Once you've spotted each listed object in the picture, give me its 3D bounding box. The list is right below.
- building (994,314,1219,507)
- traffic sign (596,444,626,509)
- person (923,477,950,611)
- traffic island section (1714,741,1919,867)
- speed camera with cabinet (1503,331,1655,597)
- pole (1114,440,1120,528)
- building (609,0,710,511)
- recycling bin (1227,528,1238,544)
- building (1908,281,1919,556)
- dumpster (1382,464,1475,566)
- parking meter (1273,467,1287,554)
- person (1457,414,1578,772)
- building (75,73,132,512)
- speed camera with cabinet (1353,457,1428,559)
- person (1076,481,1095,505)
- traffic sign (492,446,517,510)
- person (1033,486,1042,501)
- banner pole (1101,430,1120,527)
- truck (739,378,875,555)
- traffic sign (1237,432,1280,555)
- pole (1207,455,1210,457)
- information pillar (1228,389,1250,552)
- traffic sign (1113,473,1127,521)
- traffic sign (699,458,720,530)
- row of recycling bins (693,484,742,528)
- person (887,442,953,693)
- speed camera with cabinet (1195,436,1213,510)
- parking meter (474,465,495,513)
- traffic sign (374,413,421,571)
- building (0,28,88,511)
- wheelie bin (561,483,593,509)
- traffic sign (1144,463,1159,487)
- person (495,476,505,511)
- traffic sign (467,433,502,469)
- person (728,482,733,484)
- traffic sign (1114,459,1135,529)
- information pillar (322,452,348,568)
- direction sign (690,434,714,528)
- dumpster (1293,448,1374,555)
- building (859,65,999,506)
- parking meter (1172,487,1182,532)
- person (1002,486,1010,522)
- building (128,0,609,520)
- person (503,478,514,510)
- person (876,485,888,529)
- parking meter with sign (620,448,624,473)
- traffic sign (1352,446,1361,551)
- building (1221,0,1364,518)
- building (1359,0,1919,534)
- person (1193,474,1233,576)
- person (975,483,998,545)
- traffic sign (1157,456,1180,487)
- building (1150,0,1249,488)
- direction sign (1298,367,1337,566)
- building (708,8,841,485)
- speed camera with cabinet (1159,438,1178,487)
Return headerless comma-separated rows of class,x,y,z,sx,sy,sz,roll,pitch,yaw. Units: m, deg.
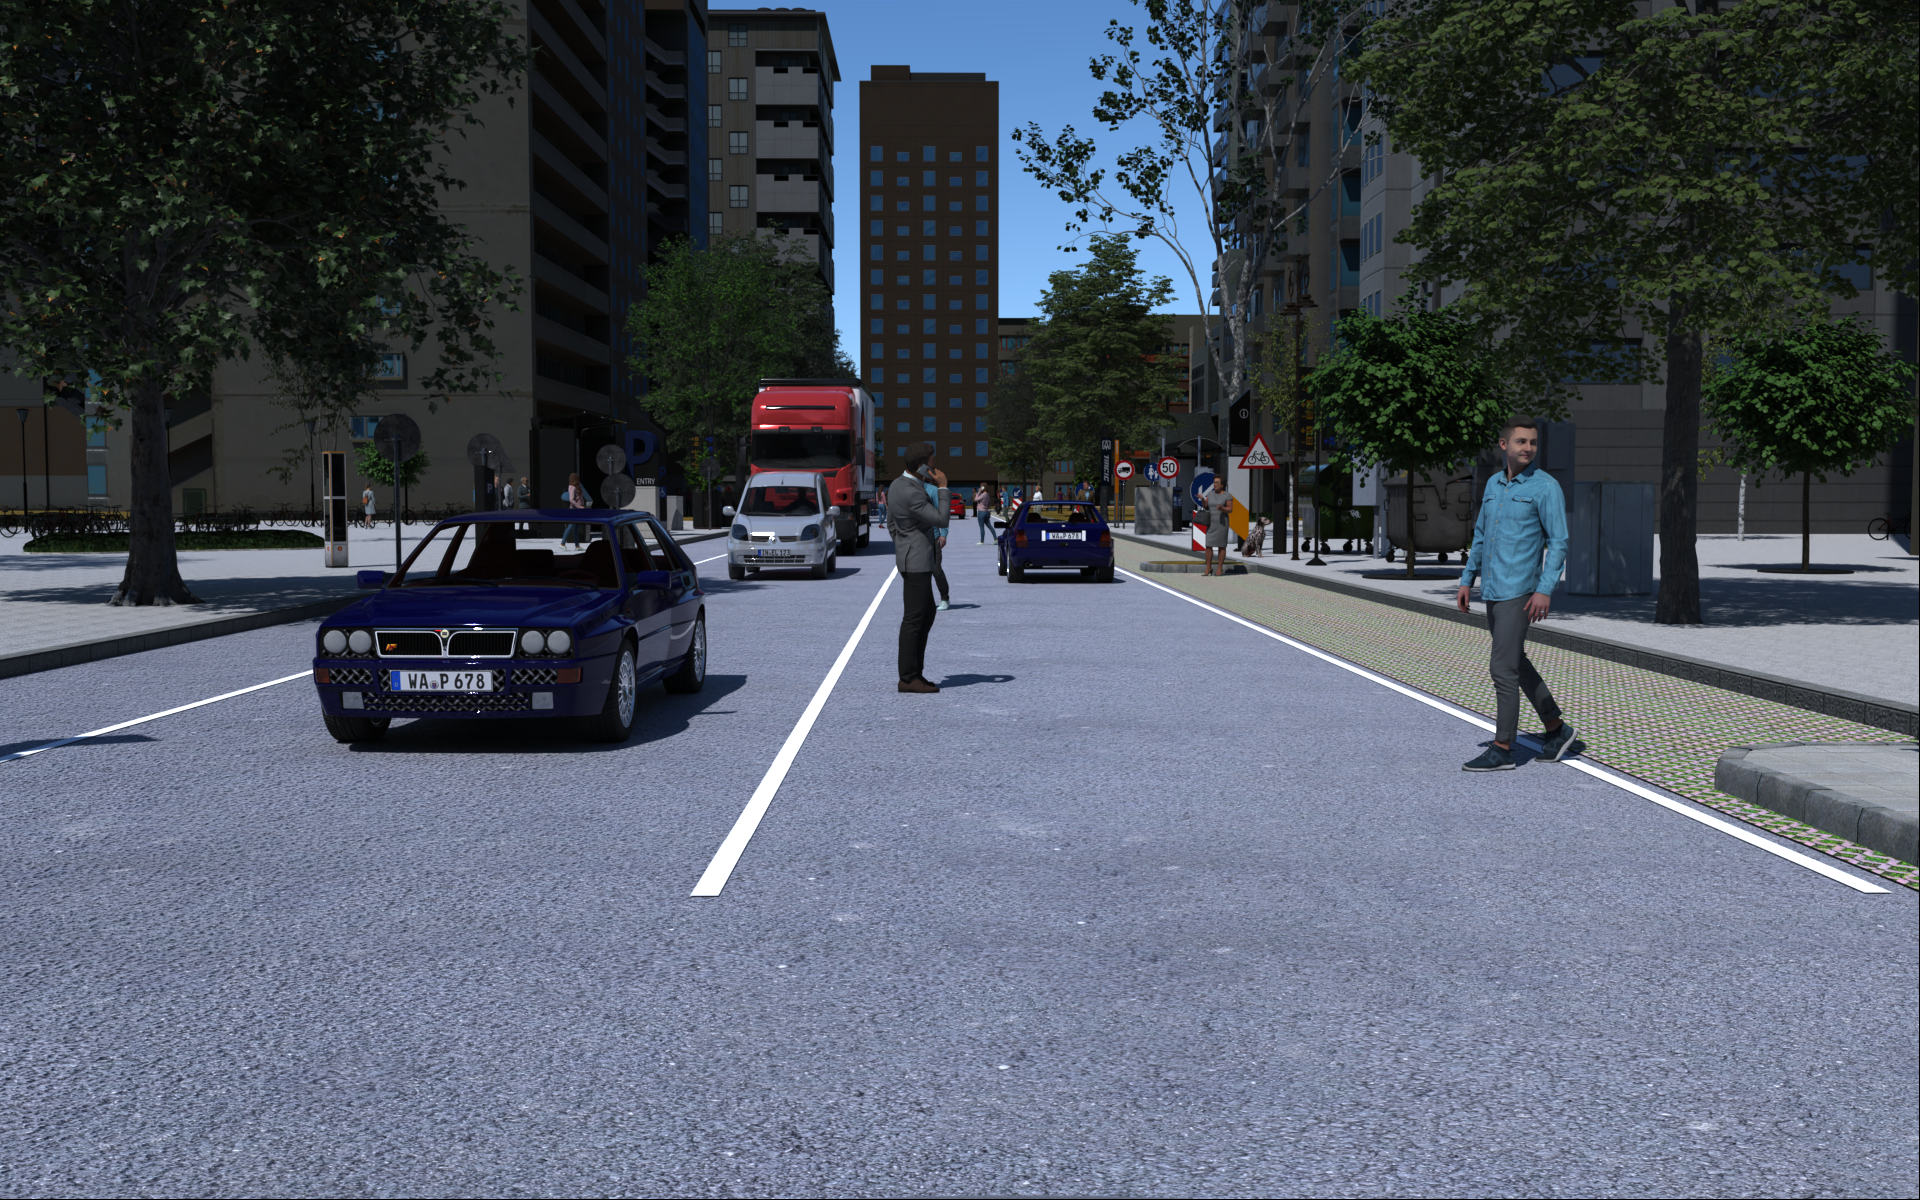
building,18.261,-21.184,191.397,28.899,21.520,27.650,0,4,-1
traffic sign,-8.951,-2.712,44.443,0.768,2.556,0.104,0,4,3
person,-0.385,-0.781,21.287,0.660,1.820,0.620,2,4,29
traffic island section,4.650,0.904,7.507,2.009,0.180,2.903,0,4,-1
speed camera with cabinet,7.738,-1.669,21.622,2.038,3.252,0.660,-2,4,-26
pole,5.921,-4.368,65.256,0.158,3.312,0.155,0,3,0
building,-28.188,-29.938,139.594,14.200,45.320,14.600,0,4,-1
recycling bin,6.875,-1.989,45.078,0.722,1.027,0.722,2,4,27
building,32.013,-22.854,28.284,28.867,44.769,22.147,0,4,-1
dumpster,8.568,-1.584,31.663,1.264,1.857,1.865,0,4,-1
parking meter,6.868,-1.923,37.155,0.255,1.863,0.399,1,4,17
person,2.961,-0.041,9.030,0.748,1.841,0.638,-1,4,-11
building,-50.658,-31.497,134.589,30.456,49.044,23.786,0,4,-1
speed camera with cabinet,8.691,-2.479,34.866,2.038,3.252,0.660,-3,5,-45
person,3.755,-2.694,52.459,0.836,1.842,0.656,3,5,41
traffic sign,-11.863,-2.731,44.655,0.884,2.594,0.081,0,4,6
person,3.412,-4.048,74.906,0.641,1.798,0.478,-2,4,-24
banner pole,5.818,-4.720,67.196,0.863,3.779,0.401,-2,4,-24
truck,-3.637,-3.375,44.096,2.839,4.237,11.283,0,4,0
traffic sign,6.286,-2.234,36.524,0.884,2.594,0.081,0,4,3
pole,9.760,-4.552,68.276,0.158,3.312,0.155,0,3,0
information pillar,6.219,-2.886,38.534,0.504,3.616,0.183,-1,4,-15
traffic sign,7.618,-5.002,81.891,0.768,2.556,0.104,0,4,4
traffic sign,-8.894,-3.758,61.553,0.768,2.556,0.104,0,4,3
row of recycling bins,-9.479,-3.690,67.449,1.069,1.692,3.534,1,4,15
person,-0.294,-0.236,12.536,0.473,1.802,0.592,0,4,-2
speed camera with cabinet,8.300,-3.909,58.255,0.660,3.252,2.038,0,4,2
parking meter,-9.613,-1.795,35.065,0.255,1.863,0.399,1,4,19
traffic sign,-8.897,-1.669,27.391,0.768,2.556,0.104,0,4,4
building,-73.038,-29.913,139.189,14.200,45.320,14.600,0,4,-1
wheelie bin,-10.056,-2.296,45.454,0.693,1.594,0.980,0,4,4
traffic sign,7.822,-4.283,70.129,0.768,2.556,0.104,0,4,4
person,-12.407,-2.427,46.142,0.534,1.772,0.576,3,4,38
traffic sign,-9.949,-2.210,36.236,0.768,2.556,0.104,0,4,7
person,-9.746,-4.099,73.414,0.721,1.781,0.623,1,4,12
traffic sign,6.040,-3.894,63.772,0.768,2.556,0.104,0,4,4
information pillar,-10.866,-1.569,30.138,0.304,2.012,0.304,-3,5,-42
direction sign,-9.707,-4.481,65.255,0.876,3.537,0.379,0,4,4
dumpster,8.106,-2.125,37.233,1.502,2.255,1.985,0,4,0
building,-3.221,-32.688,184.559,14.200,45.320,14.600,0,4,-1
parking meter,7.383,-3.094,58.993,0.372,1.533,0.369,0,3,0
person,2.010,-3.979,73.894,0.444,1.785,0.601,1,4,18
building,-31.580,-28.738,93.567,21.300,48.544,21.600,0,4,-1
person,-15.480,-3.254,59.096,0.795,1.843,0.661,0,4,-7
person,-3.227,-3.887,72.065,0.555,1.821,0.388,2,4,30
parking meter with sign,-12.065,-4.246,65.691,1.738,3.016,0.543,1,4,10
traffic sign,8.941,-2.362,38.726,0.768,2.556,0.104,0,4,2
building,28.430,-29.367,99.757,23.786,49.044,30.456,0,4,-1
building,26.840,-32.156,67.753,21.231,58.520,28.212,0,4,-1
person,4.344,-1.292,29.989,0.716,1.782,0.532,2,4,33
person,0.753,-2.415,48.580,0.643,1.750,0.593,2,4,25
traffic sign,7.035,-3.571,58.485,0.768,2.556,0.104,0,4,6
building,27.519,-49.989,129.992,22.319,86.520,31.000,0,4,-1
direction sign,6.414,-2.390,31.074,0.876,3.537,0.379,-2,4,-29
building,-25.355,-36.771,190.440,27.495,52.752,28.713,0,4,-1
speed camera with cabinet,7.294,-4.045,60.478,0.660,3.252,2.038,0,4,6
